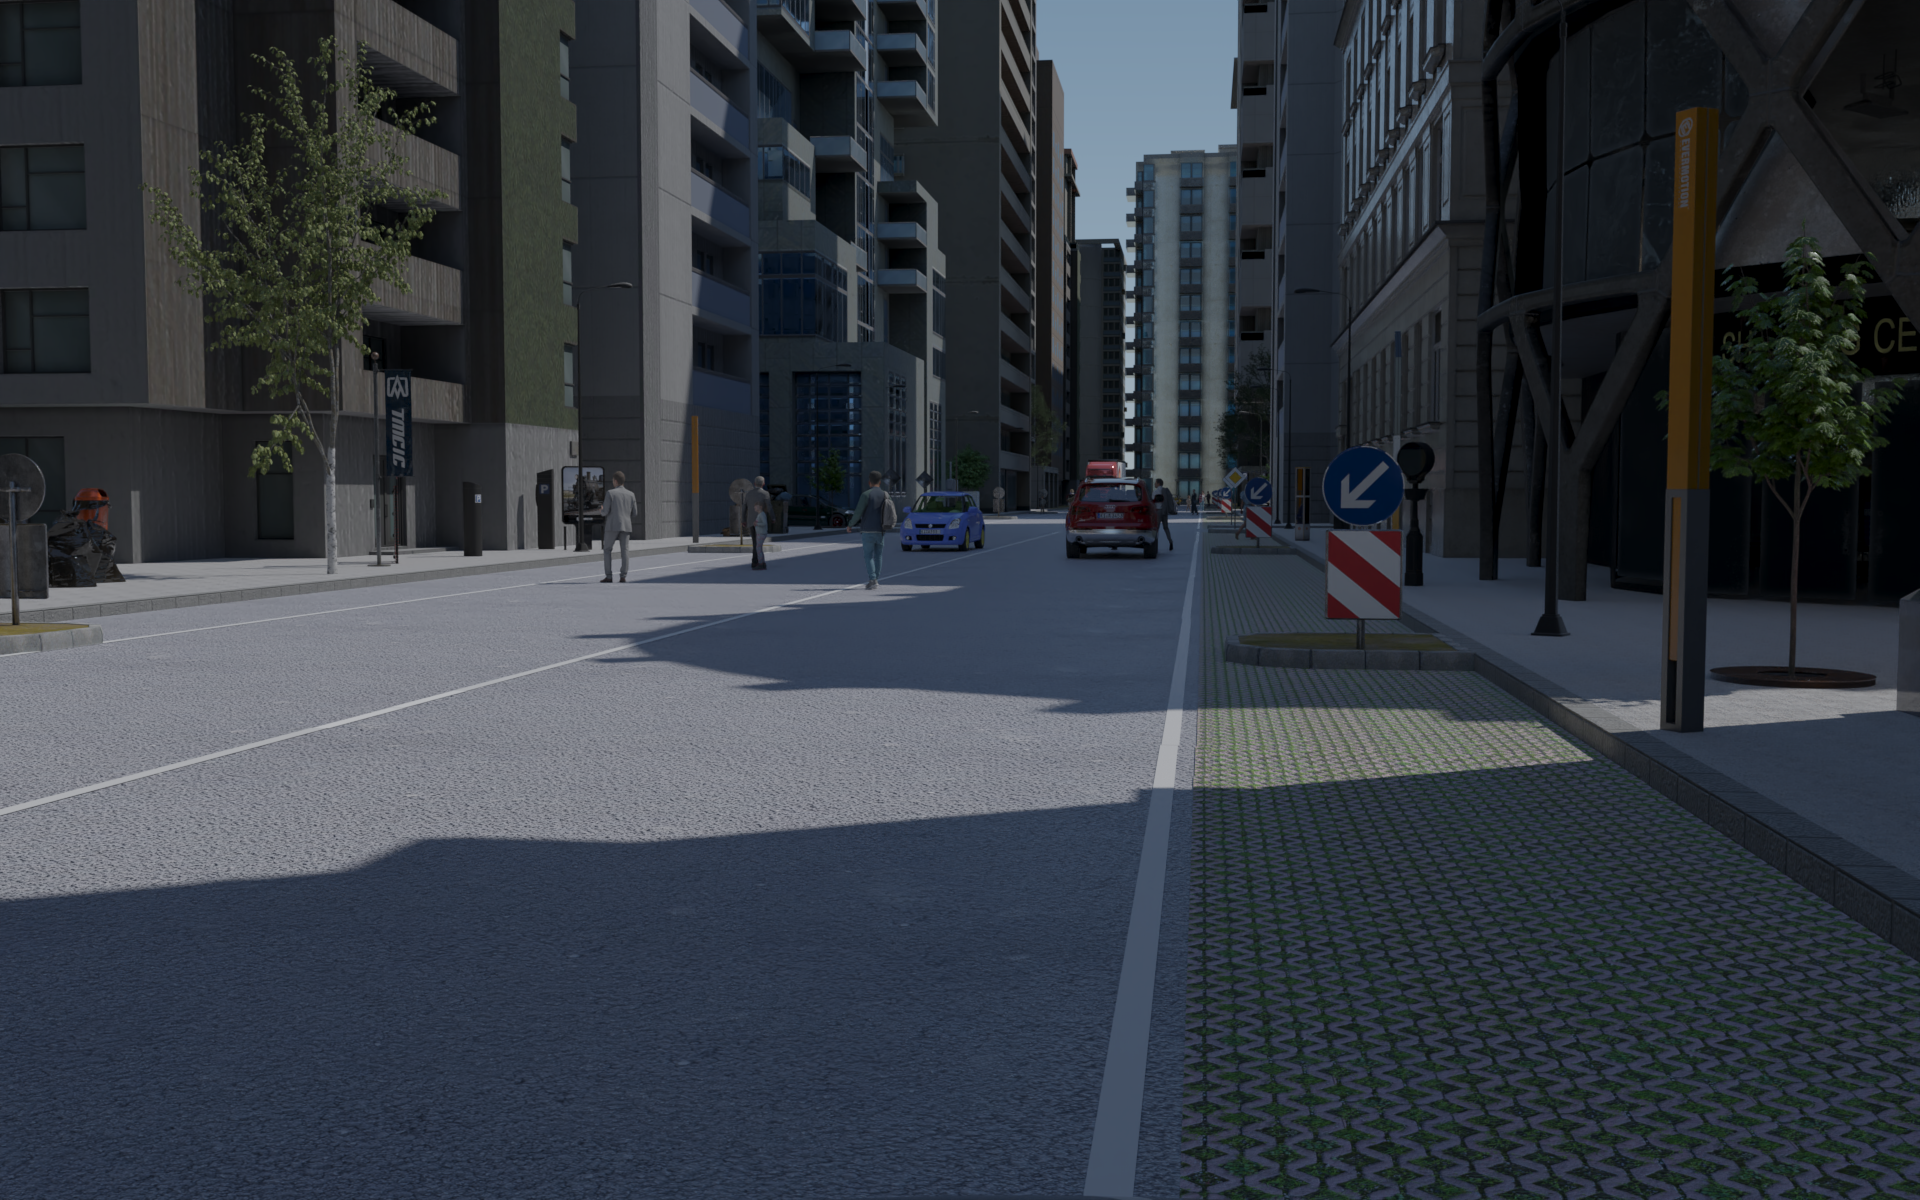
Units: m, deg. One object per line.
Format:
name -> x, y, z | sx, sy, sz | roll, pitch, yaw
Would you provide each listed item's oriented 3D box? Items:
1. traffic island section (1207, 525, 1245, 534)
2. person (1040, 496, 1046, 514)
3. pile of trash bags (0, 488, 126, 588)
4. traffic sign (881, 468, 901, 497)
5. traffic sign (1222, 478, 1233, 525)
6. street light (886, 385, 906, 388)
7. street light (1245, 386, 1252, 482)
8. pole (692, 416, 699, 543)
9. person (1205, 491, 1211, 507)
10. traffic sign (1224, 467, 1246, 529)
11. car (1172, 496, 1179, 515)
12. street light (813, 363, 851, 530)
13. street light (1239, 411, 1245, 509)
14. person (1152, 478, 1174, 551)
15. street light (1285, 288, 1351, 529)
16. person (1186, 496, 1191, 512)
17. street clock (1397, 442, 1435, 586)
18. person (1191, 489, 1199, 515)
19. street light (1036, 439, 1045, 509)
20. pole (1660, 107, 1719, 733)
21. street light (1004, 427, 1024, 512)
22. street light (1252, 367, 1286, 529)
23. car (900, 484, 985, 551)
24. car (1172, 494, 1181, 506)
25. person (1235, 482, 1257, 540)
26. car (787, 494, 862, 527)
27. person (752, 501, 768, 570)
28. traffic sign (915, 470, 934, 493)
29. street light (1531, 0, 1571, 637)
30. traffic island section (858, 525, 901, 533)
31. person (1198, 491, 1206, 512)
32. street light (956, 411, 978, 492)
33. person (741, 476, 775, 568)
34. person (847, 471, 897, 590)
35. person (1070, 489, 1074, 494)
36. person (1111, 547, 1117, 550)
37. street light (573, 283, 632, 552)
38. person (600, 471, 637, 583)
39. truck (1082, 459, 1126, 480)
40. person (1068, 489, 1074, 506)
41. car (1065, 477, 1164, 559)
traffic island section -> 10.170, -2.548, 63.949 | 2.009, 0.180, 2.903 | 0, 4, 8
person -> 5.838, -6.687, 122.110 | 0.475, 1.303, 0.640 | 1, 4, 19
pile of trash bags -> -13.032, -0.932, 24.999 | 1.912, 1.369, 3.447 | -1, 4, -8
traffic sign -> -2.621, -3.794, 65.681 | 0.795, 2.450, 0.064 | 0, 4, 8
traffic sign -> 11.255, -4.168, 71.782 | 0.795, 2.450, 0.064 | 0, 4, 8
street light -> -2.989, -6.183, 73.634 | 1.470, 5.913, 1.316 | 0, 4, 8
street light -> 13.037, -6.201, 73.935 | 1.470, 5.913, 1.316 | 0, 4, 8
pole -> -6.936, -3.152, 45.384 | 0.158, 3.312, 0.155 | 0, 3, 0
person -> 27.418, -11.209, 192.289 | 0.750, 1.759, 0.617 | -1, 4, -16
traffic sign -> 10.145, -3.684, 63.875 | 0.795, 2.450, 0.064 | 0, 4, 8
car -> 14.158, -6.619, 120.584 | 2.083, 1.381, 4.827 | 1, 4, 10
street light -> -4.550, -5.454, 61.712 | 1.470, 5.913, 1.316 | 0, 4, 8
street light -> 16.350, -7.635, 97.377 | 1.470, 5.913, 1.316 | 0, 4, 8
person -> 5.148, -2.165, 43.996 | 0.679, 1.850, 0.850 | -2, 4, -29
street light -> 8.212, -4.069, 39.076 | 1.470, 5.913, 1.316 | 0, 4, 8
person -> 18.452, -7.773, 139.852 | 0.475, 1.303, 0.640 | 3, 5, 42
street clock -> 6.339, -1.196, 24.129 | 0.358, 2.002, 0.471 | -3, 5, -43
person -> 15.927, -6.654, 117.706 | 0.534, 1.772, 0.576 | -3, 5, -44
street light -> 7.020, -10.523, 144.594 | 1.470, 5.913, 1.316 | 0, 4, 8
pole -> 3.915, -0.945, 9.296 | 0.158, 3.312, 0.155 | 0, 3, 0
street light -> 3.730, -9.070, 120.832 | 1.470, 5.913, 1.316 | 0, 4, 8
street light -> 11.555, -5.569, 63.592 | 1.470, 5.913, 1.316 | 0, 4, 8
car -> -0.427, -2.133, 44.468 | 1.945, 1.707, 3.694 | 1, 4, 10
car -> 26.655, -12.617, 216.516 | 2.015, 1.641, 3.980 | 1, 4, 8
person -> 8.982, -2.777, 53.994 | 0.778, 1.811, 0.616 | -2, 4, -26
car -> -5.983, -3.671, 69.810 | 4.222, 1.686, 2.009 | 0, 4, 7
person -> -3.782, -1.218, 32.694 | 0.394, 1.301, 0.425 | -3, 4, -36
traffic sign -> -1.511, -4.278, 73.589 | 0.795, 2.450, 0.064 | 0, 4, 8
street light -> 4.833, -2.636, 15.644 | 1.470, 5.913, 1.316 | 0, 4, 8
traffic island section -> -2.646, -2.658, 65.746 | 2.009, 0.180, 2.903 | 0, 4, 8
person -> 19.794, -8.091, 141.625 | 0.563, 1.720, 0.643 | -1, 4, -21
street light -> 0.332, -7.637, 97.402 | 1.470, 5.913, 1.316 | 0, 4, 8
person -> -3.934, -1.535, 33.992 | 0.661, 1.777, 0.834 | 1, 4, 15
person -> -1.299, -1.061, 26.190 | 0.623, 1.781, 0.721 | -3, 5, -44
person -> 9.933, -8.782, 151.949 | 0.709, 1.838, 0.599 | -3, 4, -37
person -> 3.973, -2.206, 44.693 | 0.709, 1.813, 0.853 | -1, 4, -23
street light -> -7.886, -4.020, 38.274 | 1.470, 5.913, 1.316 | 0, 4, 8
person -> -5.582, -1.186, 28.097 | 0.606, 1.804, 0.583 | -3, 5, -44
truck -> 11.924, -9.365, 142.028 | 2.839, 4.237, 11.283 | 1, 4, 10
person -> 8.807, -7.790, 136.050 | 0.728, 1.800, 0.709 | 1, 4, 16
car -> 3.565, -1.920, 40.058 | 2.281, 1.827, 5.304 | 0, 4, 7
